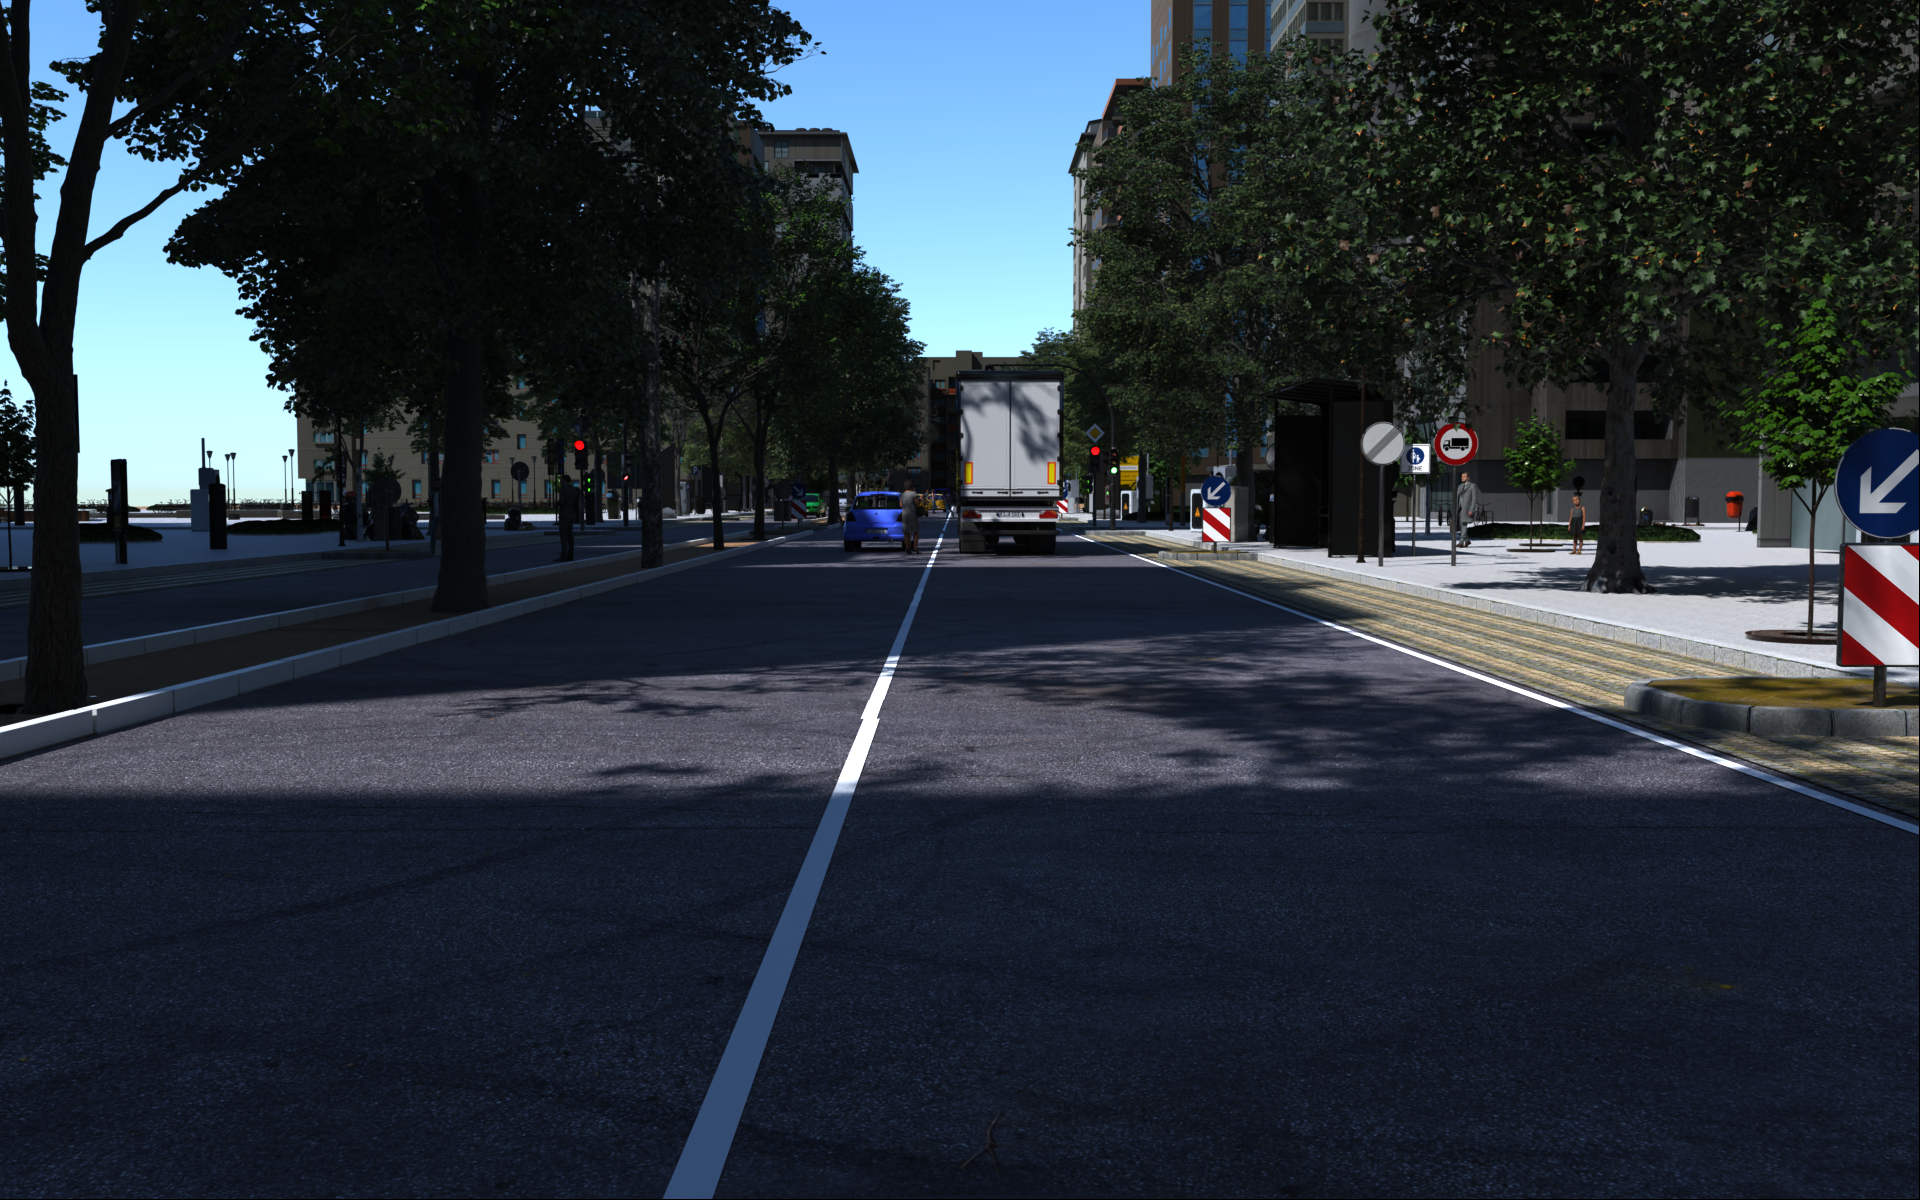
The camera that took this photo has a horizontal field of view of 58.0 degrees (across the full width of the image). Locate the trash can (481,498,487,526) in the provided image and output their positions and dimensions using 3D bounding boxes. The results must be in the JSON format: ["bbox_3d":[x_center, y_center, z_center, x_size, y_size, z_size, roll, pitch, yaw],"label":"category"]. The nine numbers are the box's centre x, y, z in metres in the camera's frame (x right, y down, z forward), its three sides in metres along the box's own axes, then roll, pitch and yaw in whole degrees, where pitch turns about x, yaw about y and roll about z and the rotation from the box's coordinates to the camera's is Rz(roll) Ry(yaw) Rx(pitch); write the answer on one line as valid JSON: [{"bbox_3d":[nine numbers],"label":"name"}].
[{"bbox_3d":[-19.427,-3.562,69.886,0.748,1.137,0.748,0,3,0],"label":"trash can"}]

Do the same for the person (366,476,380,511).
[{"bbox_3d":[-17.594,-2.812,52.117,0.850,1.850,0.679,-1,4,-18],"label":"person"}]

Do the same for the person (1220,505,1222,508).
[{"bbox_3d":[8.903,-3.291,59.867,0.620,1.820,0.660,2,4,33],"label":"person"}]

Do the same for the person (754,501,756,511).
[{"bbox_3d":[-13.060,-6.339,112.237,0.694,1.812,0.767,2,4,32],"label":"person"}]

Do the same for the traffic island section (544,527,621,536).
[{"bbox_3d":[-13.268,-2.355,60.788,2.009,0.180,2.903,0,3,0],"label":"traffic island section"}]

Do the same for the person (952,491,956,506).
[{"bbox_3d":[-0.698,-12.066,206.305,0.617,1.759,0.750,3,4,38],"label":"person"}]

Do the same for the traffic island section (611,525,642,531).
[{"bbox_3d":[-13.277,-2.844,68.773,2.009,0.180,2.903,0,3,0],"label":"traffic island section"}]

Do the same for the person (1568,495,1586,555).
[{"bbox_3d":[13.053,-1.585,36.632,0.373,1.253,0.362,-2,4,-35],"label":"person"}]

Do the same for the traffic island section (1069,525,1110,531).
[{"bbox_3d":[5.365,-2.845,68.790,2.009,0.180,2.903,0,3,0],"label":"traffic island section"}]

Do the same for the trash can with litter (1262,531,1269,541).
[{"bbox_3d":[8.802,-2.217,47.635,1.055,1.170,0.624,3,5,40],"label":"trash can with litter"}]

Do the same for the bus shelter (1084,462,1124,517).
[{"bbox_3d":[7.934,-6.138,94.282,2.014,3.302,5.546,0,3,0],"label":"bus shelter"}]

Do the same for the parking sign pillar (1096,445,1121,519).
[{"bbox_3d":[7.643,-6.190,89.683,1.447,3.967,1.447,1,4,14],"label":"parking sign pillar"}]

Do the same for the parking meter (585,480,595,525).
[{"bbox_3d":[-15.314,-4.035,71.677,0.255,1.863,0.399,2,4,24],"label":"parking meter"}]

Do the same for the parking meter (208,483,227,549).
[{"bbox_3d":[-17.293,-1.954,40.352,0.372,1.533,0.369,0,3,0],"label":"parking meter"}]

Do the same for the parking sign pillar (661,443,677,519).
[{"bbox_3d":[-15.551,-6.243,90.537,1.447,3.967,1.447,-1,4,-10],"label":"parking sign pillar"}]

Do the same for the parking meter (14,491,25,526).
[{"bbox_3d":[-38.240,-3.791,70.396,0.372,1.533,0.369,0,3,0],"label":"parking meter"}]

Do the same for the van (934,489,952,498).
[{"bbox_3d":[-2.039,-11.903,198.995,2.240,2.365,5.245,0,4,0],"label":"van"}]

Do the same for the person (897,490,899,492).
[{"bbox_3d":[-5.509,-8.910,154.157,0.705,1.826,1.348,1,4,9],"label":"person"}]

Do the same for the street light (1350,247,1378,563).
[{"bbox_3d":[7.494,-3.633,32.196,0.468,5.910,1.993,0,3,0],"label":"street light"}]

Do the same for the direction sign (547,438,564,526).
[{"bbox_3d":[-16.447,-4.803,70.526,0.876,3.537,0.379,2,4,30],"label":"direction sign"}]

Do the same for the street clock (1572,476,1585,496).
[{"bbox_3d":[24.964,-3.999,69.959,0.471,2.002,0.358,1,4,8],"label":"street clock"}]

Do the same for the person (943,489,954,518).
[{"bbox_3d":[-0.694,-5.811,104.348,0.643,1.720,0.563,2,4,34],"label":"person"}]

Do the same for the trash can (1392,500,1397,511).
[{"bbox_3d":[9.497,-1.685,39.210,0.748,1.137,0.748,0,3,0],"label":"trash can"}]

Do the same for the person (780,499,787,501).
[{"bbox_3d":[-10.978,-6.144,108.834,0.818,1.842,0.514,-1,4,-12],"label":"person"}]

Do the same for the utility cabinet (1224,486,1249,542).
[{"bbox_3d":[7.358,-2.285,46.037,0.318,1.500,1.173,2,4,27],"label":"utility cabinet"}]

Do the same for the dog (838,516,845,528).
[{"bbox_3d":[-4.763,-3.234,72.168,0.540,0.507,0.406,-2,4,-25],"label":"dog"}]

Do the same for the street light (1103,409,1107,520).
[{"bbox_3d":[7.289,-6.998,87.197,0.468,5.910,1.993,0,3,0],"label":"street light"}]

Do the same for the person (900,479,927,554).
[{"bbox_3d":[-1.069,-1.989,41.384,0.716,1.782,0.532,2,4,33],"label":"person"}]

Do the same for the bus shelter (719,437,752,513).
[{"bbox_3d":[-16.136,-8.886,122.913,2.179,5.291,8.768,0,3,0],"label":"bus shelter"}]

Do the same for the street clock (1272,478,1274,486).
[{"bbox_3d":[12.883,-4.013,70.189,0.471,2.002,0.358,2,4,35],"label":"street clock"}]

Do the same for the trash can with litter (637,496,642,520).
[{"bbox_3d":[-15.491,-4.560,85.940,1.055,1.170,0.624,0,4,2],"label":"trash can with litter"}]

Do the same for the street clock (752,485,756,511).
[{"bbox_3d":[-15.959,-7.932,134.252,0.471,2.002,0.358,1,4,19],"label":"street clock"}]

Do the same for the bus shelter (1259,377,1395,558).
[{"bbox_3d":[7.951,-2.856,37.981,1.731,3.624,6.357,0,4,0],"label":"bus shelter"}]

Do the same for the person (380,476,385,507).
[{"bbox_3d":[-18.193,-2.964,54.316,0.447,1.846,0.655,0,4,8],"label":"person"}]

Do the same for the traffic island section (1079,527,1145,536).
[{"bbox_3d":[5.374,-2.356,60.805,2.009,0.180,2.903,0,3,0],"label":"traffic island section"}]

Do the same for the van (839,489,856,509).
[{"bbox_3d":[-9.394,-8.201,141.099,2.013,2.044,4.112,0,4,0],"label":"van"}]

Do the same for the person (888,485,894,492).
[{"bbox_3d":[-2.981,-4.045,74.812,0.419,1.800,0.721,-1,4,-18],"label":"person"}]

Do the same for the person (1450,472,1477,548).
[{"bbox_3d":[12.045,-2.160,41.462,0.767,1.812,0.694,-2,4,-30],"label":"person"}]

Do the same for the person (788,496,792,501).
[{"bbox_3d":[-15.319,-9.161,156.492,0.551,1.740,0.621,0,4,1],"label":"person"}]

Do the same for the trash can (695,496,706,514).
[{"bbox_3d":[-16.580,-6.056,110.671,0.748,1.137,0.748,0,3,0],"label":"trash can"}]

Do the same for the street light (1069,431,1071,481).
[{"bbox_3d":[7.334,-8.705,115.119,0.468,5.910,1.993,0,3,0],"label":"street light"}]

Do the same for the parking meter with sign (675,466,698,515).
[{"bbox_3d":[-17.087,-6.780,107.111,1.738,3.016,0.543,2,4,26],"label":"parking meter with sign"}]

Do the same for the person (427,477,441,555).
[{"bbox_3d":[-12.032,-1.935,40.128,0.794,1.824,0.713,3,4,38],"label":"person"}]

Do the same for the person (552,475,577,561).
[{"bbox_3d":[-8.490,-1.757,37.027,0.447,1.846,0.655,1,4,15],"label":"person"}]

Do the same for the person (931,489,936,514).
[{"bbox_3d":[-1.912,-7.231,126.741,0.388,1.821,0.555,-1,4,-10],"label":"person"}]

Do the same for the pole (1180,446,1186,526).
[{"bbox_3d":[8.963,-4.636,69.645,0.158,3.312,0.155,0,3,0],"label":"pole"}]

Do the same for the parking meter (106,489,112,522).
[{"bbox_3d":[-29.128,-3.125,59.506,0.372,1.533,0.369,0,3,0],"label":"parking meter"}]

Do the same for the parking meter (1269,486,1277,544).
[{"bbox_3d":[8.214,-2.231,44.881,0.372,1.533,0.369,0,3,0],"label":"parking meter"}]

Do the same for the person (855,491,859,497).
[{"bbox_3d":[-8.744,-8.578,148.879,0.705,1.807,1.348,1,4,18],"label":"person"}]

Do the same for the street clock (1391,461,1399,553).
[{"bbox_3d":[9.443,-2.044,37.994,0.358,2.002,0.471,2,4,32],"label":"street clock"}]

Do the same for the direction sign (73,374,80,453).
[{"bbox_3d":[-17.085,-2.511,33.047,0.876,3.537,0.379,2,4,27],"label":"direction sign"}]

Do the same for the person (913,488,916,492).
[{"bbox_3d":[-3.103,-6.636,117.096,0.616,1.811,0.778,3,5,43],"label":"person"}]

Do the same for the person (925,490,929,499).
[{"bbox_3d":[-2.827,-8.731,151.245,1.348,1.826,0.705,-3,5,-41],"label":"person"}]

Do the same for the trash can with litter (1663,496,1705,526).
[{"bbox_3d":[28.845,-3.562,69.289,2.233,1.210,1.678,0,4,5],"label":"trash can with litter"}]
